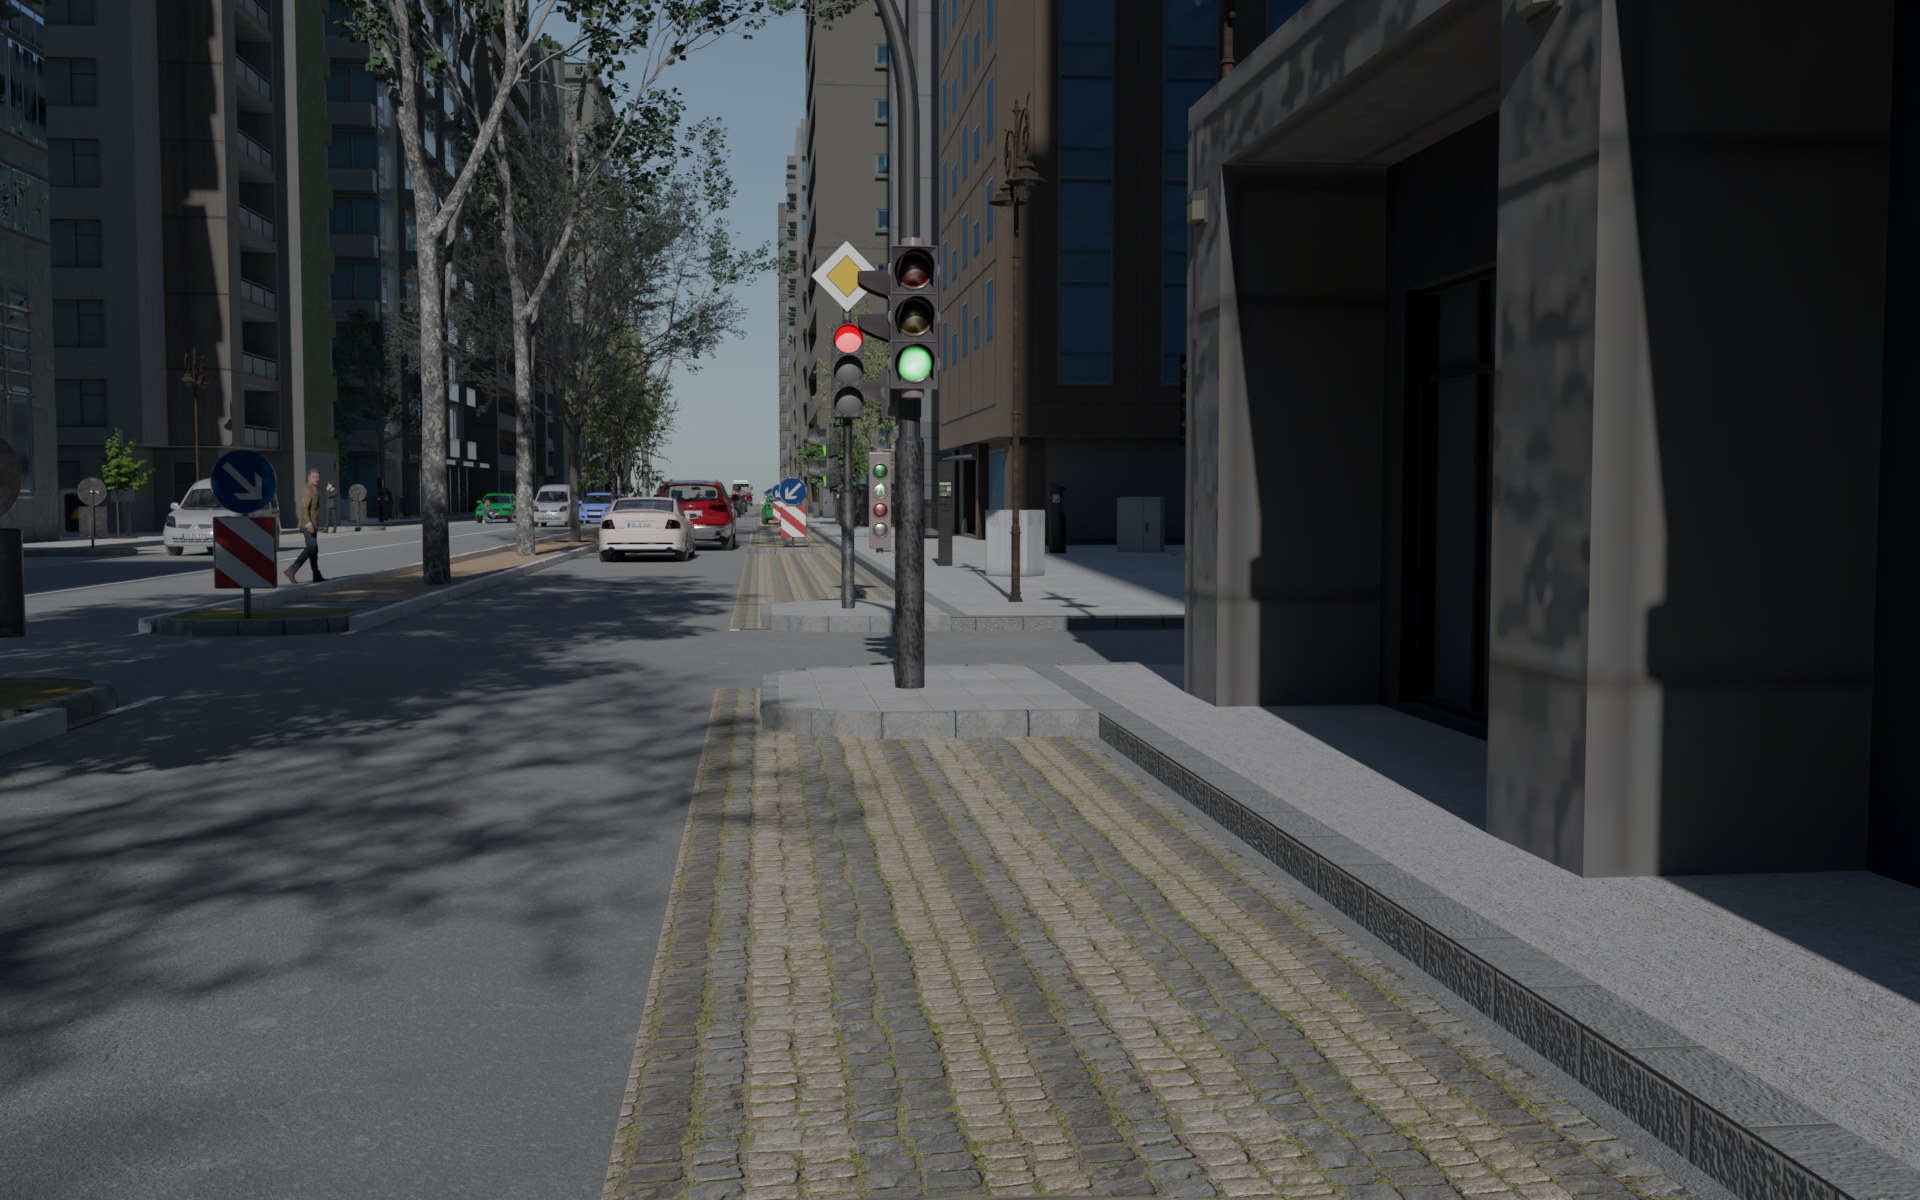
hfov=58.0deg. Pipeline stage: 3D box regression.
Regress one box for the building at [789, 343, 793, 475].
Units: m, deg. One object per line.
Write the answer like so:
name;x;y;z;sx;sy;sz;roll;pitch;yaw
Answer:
building;-5.023;-21.384;194.665;27.650;21.520;28.899;0;4;-7

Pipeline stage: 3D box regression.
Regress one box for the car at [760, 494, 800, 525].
car;-8.478;-4.476;81.979;1.959;1.807;4.718;-1;4;-8

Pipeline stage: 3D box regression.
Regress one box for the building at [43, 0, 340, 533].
building;-31.089;-23.066;60.726;14.154;41.232;14.086;0;4;-7

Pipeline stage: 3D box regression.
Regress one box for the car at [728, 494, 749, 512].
car;-17.889;-7.733;138.230;2.131;1.459;4.920;0;4;-8

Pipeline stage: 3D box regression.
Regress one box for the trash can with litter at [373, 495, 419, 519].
trash can with litter;-28.879;-4.741;88.571;2.233;1.210;1.678;1;4;14

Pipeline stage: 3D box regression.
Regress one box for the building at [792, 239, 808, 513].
building;1.504;-17.642;133.485;27.650;21.520;28.899;0;4;-7

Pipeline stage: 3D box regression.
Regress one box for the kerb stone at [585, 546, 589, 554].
kerb stone;-8.938;-1.148;40.973;0.120;0.150;1.000;0;4;-7

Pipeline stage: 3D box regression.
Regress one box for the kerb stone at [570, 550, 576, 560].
kerb stone;-8.585;-0.961;37.909;0.120;0.150;1.000;0;4;-7

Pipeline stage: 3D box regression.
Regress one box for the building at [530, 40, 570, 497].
building;-42.087;-28.579;150.860;14.154;41.232;14.086;0;4;-7

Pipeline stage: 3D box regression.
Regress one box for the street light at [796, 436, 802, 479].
street light;-12.418;-9.839;133.660;0.468;5.910;1.993;0;4;-7

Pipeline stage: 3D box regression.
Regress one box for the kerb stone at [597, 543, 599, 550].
kerb stone;-9.291;-1.335;44.021;0.120;0.150;1.000;0;4;-7

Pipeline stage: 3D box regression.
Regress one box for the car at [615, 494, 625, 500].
car;-30.987;-8.926;156.159;2.015;1.641;3.980;0;4;-5

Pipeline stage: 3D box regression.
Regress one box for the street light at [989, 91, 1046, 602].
street light;0.662;-2.915;20.441;0.468;5.910;1.993;0;4;-7

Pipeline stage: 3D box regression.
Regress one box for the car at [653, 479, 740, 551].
car;-6.915;-2.238;45.263;2.281;1.827;5.304;0;4;-6

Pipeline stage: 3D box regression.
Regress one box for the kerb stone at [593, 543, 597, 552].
kerb stone;-9.175;-1.273;43.004;0.120;0.150;1.000;0;4;-7

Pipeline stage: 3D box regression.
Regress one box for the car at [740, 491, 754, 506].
car;-25.420;-11.929;203.711;2.281;1.827;5.304;0;4;-6

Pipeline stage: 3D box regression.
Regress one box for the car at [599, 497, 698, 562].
car;-6.820;-1.565;37.952;2.083;1.381;4.827;0;4;-6

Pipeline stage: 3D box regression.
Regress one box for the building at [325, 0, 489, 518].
building;-42.363;-29.681;104.893;23.786;49.044;30.456;0;4;-7

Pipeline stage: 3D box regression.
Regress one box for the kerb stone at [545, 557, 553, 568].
kerb stone;-8.118;-0.712;33.844;0.120;0.150;1.000;0;4;-7

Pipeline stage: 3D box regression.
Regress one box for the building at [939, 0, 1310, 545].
building;6.988;-24.410;49.211;14.600;45.320;14.200;0;4;-7

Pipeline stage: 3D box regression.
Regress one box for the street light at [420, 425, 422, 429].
street light;-28.221;-7.255;91.412;0.468;5.910;1.993;0;4;-7

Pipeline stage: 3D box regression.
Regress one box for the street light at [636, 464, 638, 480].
street light;-46.354;-16.884;248.835;0.468;5.910;1.993;0;4;-7

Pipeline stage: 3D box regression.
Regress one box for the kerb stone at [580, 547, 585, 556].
kerb stone;-8.826;-1.084;39.942;0.120;0.150;1.000;0;4;-7

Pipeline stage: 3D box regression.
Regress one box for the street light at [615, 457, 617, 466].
street light;-42.185;-14.653;212.370;0.468;5.910;1.993;0;4;-7

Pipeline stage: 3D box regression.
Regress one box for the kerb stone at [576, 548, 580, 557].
kerb stone;-8.712;-1.023;38.927;0.120;0.150;1.000;0;4;-7

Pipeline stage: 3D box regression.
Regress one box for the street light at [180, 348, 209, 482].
street light;-24.235;-5.028;54.997;0.468;5.910;1.993;0;4;-7

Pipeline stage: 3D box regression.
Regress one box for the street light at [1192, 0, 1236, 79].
street light;1.734;-2.354;11.277;0.468;5.910;1.993;0;4;-7

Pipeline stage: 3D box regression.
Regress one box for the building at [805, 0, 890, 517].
building;1.420;-29.572;107.202;21.300;48.544;21.600;0;4;-7

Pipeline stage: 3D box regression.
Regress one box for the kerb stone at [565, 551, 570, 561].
kerb stone;-8.472;-0.899;36.892;0.120;0.150;1.000;0;4;-7

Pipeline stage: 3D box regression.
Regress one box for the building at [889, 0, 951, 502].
building;7.280;-32.794;78.186;21.231;58.520;28.212;0;4;-7

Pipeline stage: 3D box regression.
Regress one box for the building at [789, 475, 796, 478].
building;0.401;-28.592;159.358;32.217;40.220;23.993;0;4;-7

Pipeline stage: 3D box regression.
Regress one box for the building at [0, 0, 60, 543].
building;-32.067;-43.784;28.544;22.319;86.520;31.000;0;4;-7

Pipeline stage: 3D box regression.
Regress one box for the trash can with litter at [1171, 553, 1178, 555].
trash can with litter;5.462;-1.515;35.835;2.233;1.210;1.678;3;4;36

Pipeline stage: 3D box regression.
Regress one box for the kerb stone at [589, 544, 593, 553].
kerb stone;-9.063;-1.211;41.987;0.120;0.150;1.000;0;4;-7

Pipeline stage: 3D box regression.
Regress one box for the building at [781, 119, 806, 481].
building;-11.207;-36.961;223.920;23.786;49.044;30.456;0;4;-7

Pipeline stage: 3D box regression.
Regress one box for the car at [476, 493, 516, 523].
car;-23.169;-4.788;87.087;1.959;1.807;4.718;0;4;-6

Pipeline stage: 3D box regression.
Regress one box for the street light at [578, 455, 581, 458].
street light;-36.820;-11.863;166.741;0.468;5.910;1.993;0;4;-7

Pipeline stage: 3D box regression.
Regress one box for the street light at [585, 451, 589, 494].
street light;-37.939;-12.436;176.111;0.468;5.910;1.993;0;4;-7

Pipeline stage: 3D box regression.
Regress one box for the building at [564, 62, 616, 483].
building;-57.699;-38.293;215.324;28.713;52.752;27.495;0;4;-7

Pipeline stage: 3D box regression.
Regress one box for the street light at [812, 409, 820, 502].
street light;-8.171;-7.622;97.402;0.468;5.910;1.993;0;4;-7

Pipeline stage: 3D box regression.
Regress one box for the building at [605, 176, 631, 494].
building;-52.795;-35.899;237.059;14.600;45.320;14.200;0;4;-7

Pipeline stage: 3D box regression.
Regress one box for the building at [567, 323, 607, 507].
building;-53.677;-20.961;187.746;27.650;21.520;28.899;0;4;-7

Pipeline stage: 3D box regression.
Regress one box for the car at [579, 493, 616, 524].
car;-17.583;-4.574;84.382;1.945;1.707;3.694;0;4;-5

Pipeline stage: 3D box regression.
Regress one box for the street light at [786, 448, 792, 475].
street light;-17.556;-12.650;179.615;0.468;5.910;1.993;0;4;-7

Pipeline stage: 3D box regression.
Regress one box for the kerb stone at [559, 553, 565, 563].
kerb stone;-8.354;-0.837;35.875;0.120;0.150;1.000;0;4;-7

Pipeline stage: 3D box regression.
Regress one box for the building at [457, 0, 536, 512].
building;-44.691;-31.046;131.296;21.300;48.544;21.600;0;4;-7

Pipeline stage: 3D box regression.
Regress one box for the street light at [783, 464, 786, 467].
street light;-21.817;-14.868;215.872;0.468;5.910;1.993;0;4;-7

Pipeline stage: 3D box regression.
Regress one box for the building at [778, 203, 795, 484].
building;-18.659;-34.378;245.679;14.154;41.232;14.086;0;4;-7

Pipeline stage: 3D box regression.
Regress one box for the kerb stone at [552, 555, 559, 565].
kerb stone;-8.236;-0.775;34.859;0.120;0.150;1.000;0;4;-7
